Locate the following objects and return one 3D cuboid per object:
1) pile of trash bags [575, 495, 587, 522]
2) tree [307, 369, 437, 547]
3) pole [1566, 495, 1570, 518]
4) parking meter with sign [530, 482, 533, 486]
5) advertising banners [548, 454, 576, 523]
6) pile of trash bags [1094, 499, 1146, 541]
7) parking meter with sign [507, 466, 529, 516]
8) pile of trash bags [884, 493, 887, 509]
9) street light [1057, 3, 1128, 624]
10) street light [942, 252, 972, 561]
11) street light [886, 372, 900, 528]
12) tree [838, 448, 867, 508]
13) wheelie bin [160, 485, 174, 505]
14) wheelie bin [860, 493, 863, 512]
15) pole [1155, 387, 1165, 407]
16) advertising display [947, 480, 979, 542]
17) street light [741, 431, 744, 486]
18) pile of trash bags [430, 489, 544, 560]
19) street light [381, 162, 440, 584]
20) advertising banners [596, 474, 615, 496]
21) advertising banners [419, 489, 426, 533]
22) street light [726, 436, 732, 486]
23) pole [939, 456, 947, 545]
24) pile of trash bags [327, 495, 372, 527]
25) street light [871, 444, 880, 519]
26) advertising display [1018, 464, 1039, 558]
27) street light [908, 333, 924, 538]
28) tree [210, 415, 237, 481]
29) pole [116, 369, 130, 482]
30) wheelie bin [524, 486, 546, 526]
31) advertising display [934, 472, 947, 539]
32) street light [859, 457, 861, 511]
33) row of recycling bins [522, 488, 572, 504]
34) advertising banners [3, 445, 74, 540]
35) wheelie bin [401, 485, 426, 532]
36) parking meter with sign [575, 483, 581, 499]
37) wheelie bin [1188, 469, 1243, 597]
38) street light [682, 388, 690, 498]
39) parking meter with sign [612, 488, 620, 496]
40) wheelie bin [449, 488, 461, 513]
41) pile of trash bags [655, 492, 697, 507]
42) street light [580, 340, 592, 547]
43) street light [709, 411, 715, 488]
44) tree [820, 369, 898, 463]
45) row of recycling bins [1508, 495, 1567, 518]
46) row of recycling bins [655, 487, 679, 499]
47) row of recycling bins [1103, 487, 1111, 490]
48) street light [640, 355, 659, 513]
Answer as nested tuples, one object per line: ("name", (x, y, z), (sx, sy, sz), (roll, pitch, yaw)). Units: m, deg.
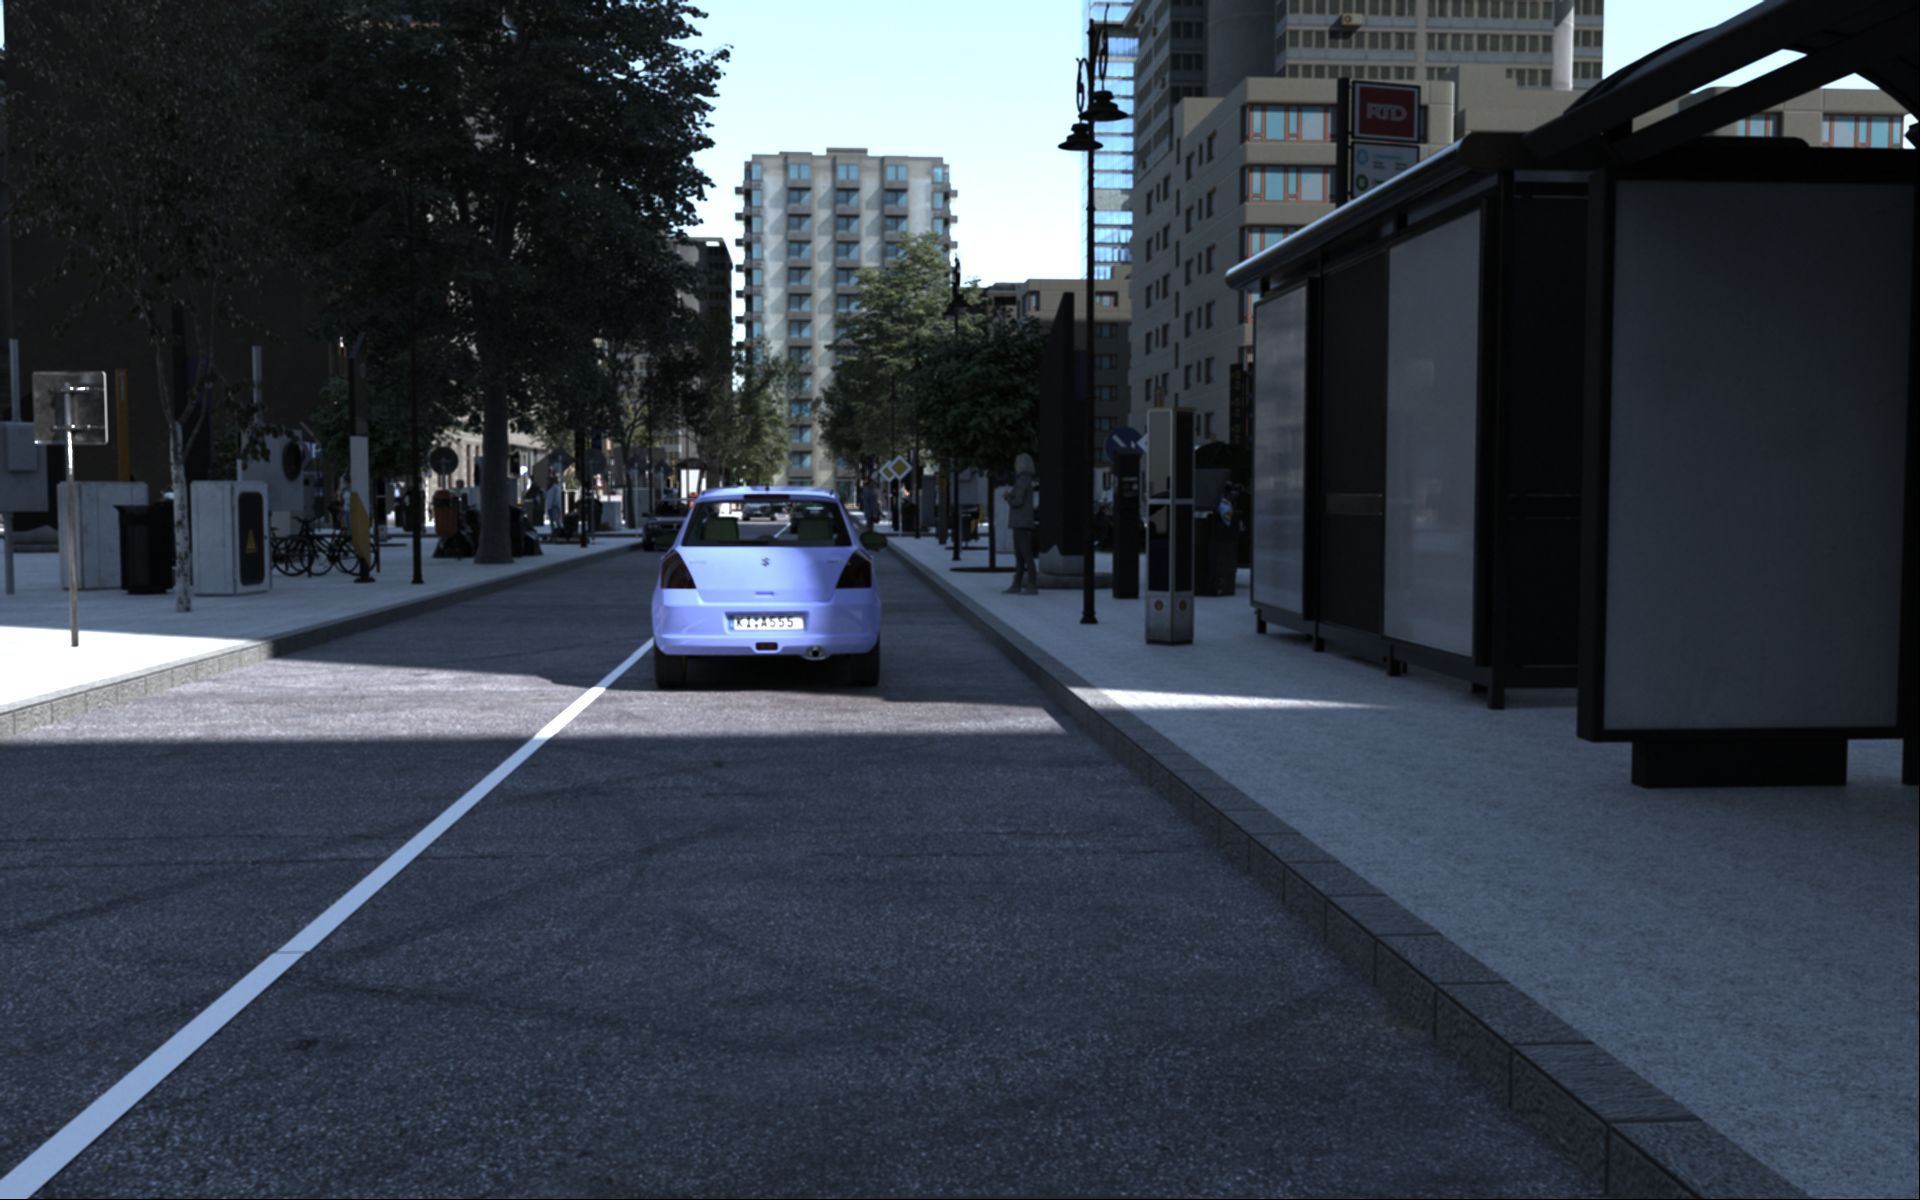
("pile of trash bags", (-17.650, -4.372, 81.231), (3.447, 1.369, 1.912), (1, 4, 14))
("tree", (-14.444, -3.615, 42.816), (4.285, 4.588, 4.351), (0, 3, 0))
("pole", (8.816, -1.896, 24.837), (0.158, 3.312, 0.155), (0, 3, 0))
("parking meter with sign", (-26.984, -6.838, 108.061), (0.543, 3.016, 1.738), (-2, 4, -29))
("advertising banners", (-17.469, -4.879, 75.965), (2.074, 3.025, 0.090), (3, 5, 43))
("pile of trash bags", (3.334, -2.314, 47.585), (3.447, 1.369, 1.912), (-2, 4, -24))
("parking meter with sign", (-18.762, -4.648, 72.255), (0.543, 3.016, 1.738), (1, 4, 14))
("pile of trash bags", (-2.322, -4.988, 91.305), (3.447, 1.369, 1.912), (-1, 4, -19))
("street light", (1.279, -2.705, 17.007), (0.468, 5.910, 1.993), (0, 4, -4))
("street light", (-0.070, -3.704, 33.342), (0.468, 5.910, 1.993), (0, 4, -4))
("street light", (-2.535, -5.677, 65.604), (0.468, 5.910, 1.993), (0, 4, -4))
("tree", (-9.638, -12.815, 159.893), (4.360, 8.622, 3.978), (0, 3, 0))
("wheelie bin", (-28.213, -3.307, 61.977), (0.693, 1.594, 0.980), (-3, 5, -42))
("wheelie bin", (-6.974, -7.272, 126.807), (0.693, 1.594, 0.980), (0, 4, -1))
("pole", (3.797, -2.398, 33.045), (0.158, 3.312, 0.155), (0, 3, 0))
("advertising display", (0.119, -2.537, 46.688), (0.974, 1.923, 0.123), (-3, 5, -40))
("street light", (-15.651, -9.282, 124.546), (0.468, 5.910, 1.993), (0, 4, -4))
("pile of trash bags", (-9.803, -1.546, 35.033), (1.912, 1.369, 3.447), (0, 4, 6))
("street light", (-7.760, -3.169, 24.603), (0.468, 5.910, 1.993), (0, 4, -4))
("advertising banners", (-21.950, -6.913, 109.209), (2.074, 3.025, 0.090), (0, 4, -5))
("advertising banners", (-17.863, -3.726, 57.115), (0.090, 3.025, 2.074), (-2, 4, -27))
("street light", (-14.305, -8.253, 107.723), (0.468, 5.910, 1.993), (0, 4, -4))
("pole", (-0.440, -3.064, 43.946), (0.158, 3.312, 0.155), (0, 3, 0))
("pile of trash bags", (-24.127, -3.498, 66.947), (3.447, 1.369, 1.912), (0, 4, -3))
("street light", (-3.870, -6.702, 82.365), (0.468, 5.910, 1.993), (0, 4, -4))
("advertising display", (1.567, -1.791, 34.489), (0.974, 1.923, 0.123), (3, 5, 41))
("street light", (-1.231, -4.717, 49.917), (0.468, 5.910, 1.993), (0, 4, -4))
("tree", (-18.122, -2.948, 42.804), (1.663, 3.219, 1.824), (0, 3, 0))
("pole", (-13.654, -2.107, 28.297), (0.158, 3.312, 0.155), (0, 3, 0))
("wheelie bin", (-16.914, -3.732, 68.932), (0.980, 1.594, 0.693), (3, 4, 37))
("advertising display", (-0.518, -2.710, 49.530), (0.123, 1.923, 0.974), (-1, 4, -21))
("street light", (-7.623, -9.740, 132.040), (0.468, 5.910, 1.993), (0, 4, -4))
("row of recycling bins", (-26.194, -6.301, 110.133), (3.534, 1.692, 1.069), (1, 4, 13))
("advertising banners", (-25.039, -3.120, 47.198), (0.090, 3.025, 2.074), (2, 4, 35))
("wheelie bin", (-18.581, -3.124, 58.980), (0.693, 1.594, 0.980), (0, 4, -1))
("parking meter with sign", (-26.449, -7.598, 120.482), (0.543, 3.016, 1.738), (-2, 4, -32))
("wheelie bin", (3.127, -0.859, 21.950), (0.980, 1.594, 0.693), (3, 5, 44))
("street light", (-11.684, -6.206, 74.260), (0.468, 5.910, 1.993), (0, 4, -4))
("parking meter with sign", (-25.948, -8.231, 130.837), (0.543, 3.016, 1.738), (0, 4, 8))
("wheelie bin", (-24.717, -4.689, 84.571), (0.693, 1.594, 0.980), (2, 4, 31))
("pile of trash bags", (-15.521, -5.004, 91.567), (3.447, 1.369, 1.912), (-1, 4, -20))
("street light", (-9.078, -4.210, 41.619), (0.468, 5.910, 1.993), (0, 4, -4))
("street light", (-12.962, -7.201, 90.528), (0.468, 5.910, 1.993), (0, 4, -4))
("tree", (-7.068, -13.036, 138.889), (9.928, 11.665, 9.643), (0, 3, 0))
("row of recycling bins", (12.086, -1.706, 35.000), (1.069, 1.692, 3.534), (0, 4, -8))
("row of recycling bins", (-17.398, -6.117, 107.121), (3.534, 1.692, 1.069), (-3, 4, -38))
("row of recycling bins", (8.253, -5.789, 101.768), (3.534, 1.692, 1.069), (0, 4, 2))
("street light", (-10.338, -5.200, 57.812), (0.468, 5.910, 1.993), (0, 4, -4))
